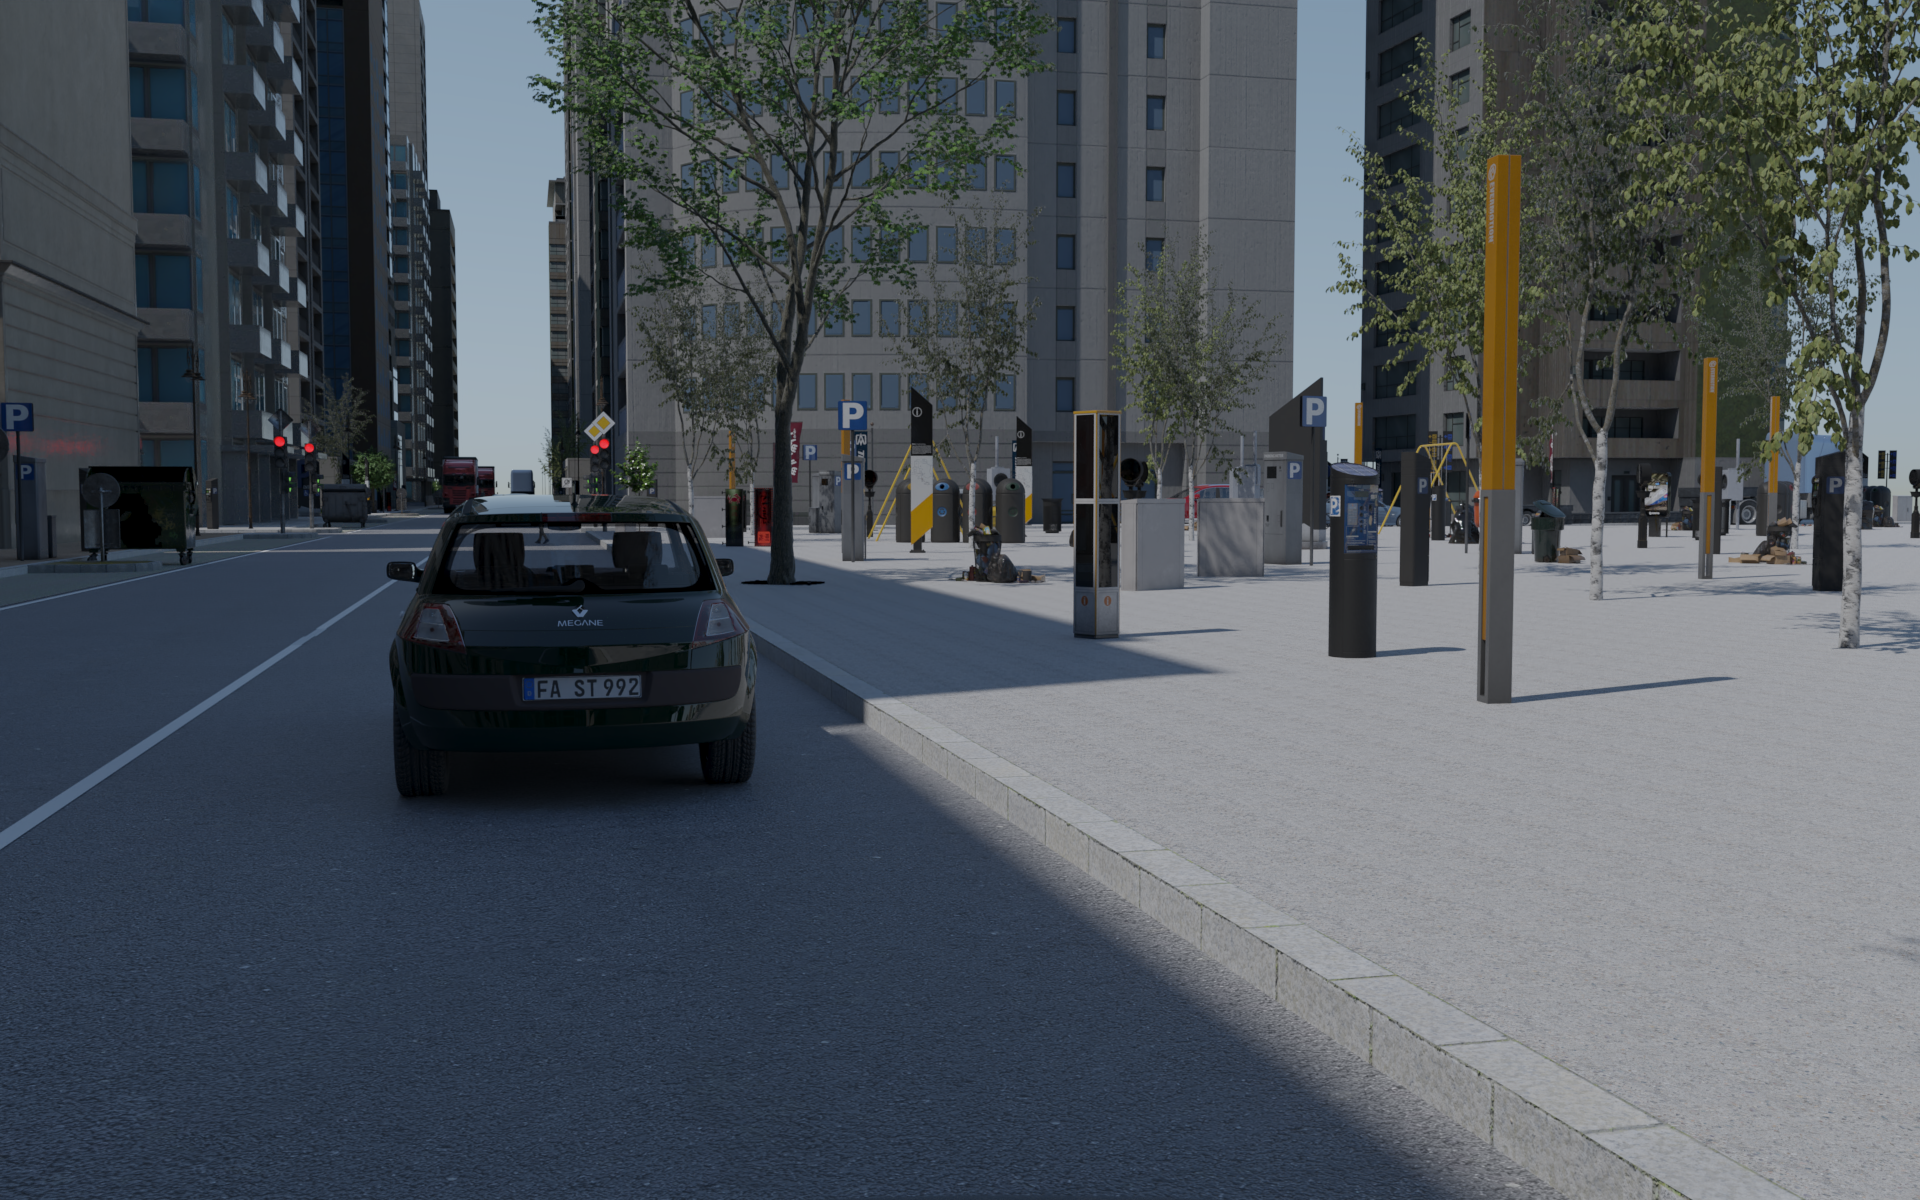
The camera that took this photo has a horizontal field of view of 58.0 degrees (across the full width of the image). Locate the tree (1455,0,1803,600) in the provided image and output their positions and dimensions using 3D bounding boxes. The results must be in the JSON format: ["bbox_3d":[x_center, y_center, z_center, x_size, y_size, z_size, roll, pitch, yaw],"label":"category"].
[{"bbox_3d":[7.872,-4.311,20.845,4.360,8.622,3.978,0,3,0],"label":"tree"}]

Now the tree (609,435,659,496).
[{"bbox_3d":[-10.762,-3.836,57.327,1.663,3.219,1.824,0,3,0],"label":"tree"}]

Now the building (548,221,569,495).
[{"bbox_3d":[-54.883,-35.396,262.313,14.154,41.232,14.086,-1,4,-14],"label":"building"}]

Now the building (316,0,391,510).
[{"bbox_3d":[-54.370,-30.010,140.777,14.600,45.320,14.200,-1,4,-14],"label":"building"}]

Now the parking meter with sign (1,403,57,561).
[{"bbox_3d":[-18.164,-2.302,33.896,0.543,3.016,1.738,-1,4,-13],"label":"parking meter with sign"}]

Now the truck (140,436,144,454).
[{"bbox_3d":[-32.502,-4.187,57.377,11.283,4.237,2.839,-1,4,-12],"label":"truck"}]

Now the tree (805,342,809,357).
[{"bbox_3d":[-6.670,-6.309,53.512,4.360,8.622,3.978,0,3,0],"label":"tree"}]

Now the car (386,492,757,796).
[{"bbox_3d":[-2.210,0.002,9.752,2.009,1.686,4.222,-1,4,-14],"label":"car"}]

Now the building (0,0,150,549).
[{"bbox_3d":[-37.765,-12.852,43.407,30.059,22.955,16.112,-1,4,-14],"label":"building"}]

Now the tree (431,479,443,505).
[{"bbox_3d":[-65.783,-13.613,217.172,1.663,3.219,1.824,0,3,0],"label":"tree"}]

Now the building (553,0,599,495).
[{"bbox_3d":[-47.388,-49.368,245.423,20.563,71.187,20.611,-1,4,-14],"label":"building"}]

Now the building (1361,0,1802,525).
[{"bbox_3d":[28.357,-18.927,81.155,14.107,30.474,14.160,-1,4,-14],"label":"building"}]

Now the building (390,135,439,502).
[{"bbox_3d":[-82.060,-37.309,229.607,23.786,49.044,30.456,-1,4,-14],"label":"building"}]

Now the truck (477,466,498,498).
[{"bbox_3d":[-48.307,-11.387,175.083,2.839,4.237,11.283,-1,4,-16],"label":"truck"}]

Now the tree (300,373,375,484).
[{"bbox_3d":[-37.401,-9.412,104.240,4.360,8.622,3.978,0,3,0],"label":"tree"}]

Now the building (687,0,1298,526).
[{"bbox_3d":[-1.710,-32.924,80.308,28.212,58.520,21.231,-1,4,-14],"label":"building"}]

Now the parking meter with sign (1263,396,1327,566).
[{"bbox_3d":[5.909,-2.162,31.607,0.543,3.016,1.738,-2,4,-27],"label":"parking meter with sign"}]

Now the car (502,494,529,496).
[{"bbox_3d":[-19.778,-4.000,77.202,2.131,1.459,4.920,-1,4,-15],"label":"car"}]

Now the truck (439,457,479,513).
[{"bbox_3d":[-38.067,-8.754,132.040,2.839,4.237,11.283,-1,4,-15],"label":"truck"}]

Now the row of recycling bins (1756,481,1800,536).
[{"bbox_3d":[25.452,-2.866,53.965,1.069,1.692,3.534,2,4,33],"label":"row of recycling bins"}]

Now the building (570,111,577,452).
[{"bbox_3d":[-34.447,-32.813,186.598,14.600,45.320,14.200,-1,4,-14],"label":"building"}]

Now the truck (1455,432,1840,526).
[{"bbox_3d":[29.866,-5.093,73.027,18.799,4.110,2.967,-1,4,-15],"label":"truck"}]

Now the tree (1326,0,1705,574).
[{"bbox_3d":[8.131,-4.708,27.335,4.737,8.622,4.395,0,3,0],"label":"tree"}]

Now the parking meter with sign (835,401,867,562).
[{"bbox_3d":[-2.024,-2.264,33.275,0.543,3.016,1.738,0,4,-1],"label":"parking meter with sign"}]

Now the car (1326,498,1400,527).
[{"bbox_3d":[16.487,-3.614,71.094,4.499,1.417,2.014,-1,4,-12],"label":"car"}]

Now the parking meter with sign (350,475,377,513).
[{"bbox_3d":[-41.005,-7.508,119.019,1.738,3.016,0.543,-1,4,-18],"label":"parking meter with sign"}]

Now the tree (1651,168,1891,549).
[{"bbox_3d":[19.331,-5.502,40.319,4.360,8.622,3.978,0,3,0],"label":"tree"}]

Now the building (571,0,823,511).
[{"bbox_3d":[-26.374,-38.180,166.245,21.231,58.520,28.212,-1,4,-14],"label":"building"}]

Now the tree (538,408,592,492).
[{"bbox_3d":[-33.391,-12.068,147.679,4.737,8.622,4.395,0,3,0],"label":"tree"}]

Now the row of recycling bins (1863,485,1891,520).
[{"bbox_3d":[44.184,-4.721,84.295,1.069,1.692,3.534,0,4,3],"label":"row of recycling bins"}]

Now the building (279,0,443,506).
[{"bbox_3d":[-86.428,-49.900,254.113,20.563,71.187,20.611,-1,4,-14],"label":"building"}]

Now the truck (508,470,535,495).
[{"bbox_3d":[-46.621,-11.938,184.941,2.967,4.110,18.799,-1,4,-15],"label":"truck"}]

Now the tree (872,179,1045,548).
[{"bbox_3d":[0.197,-5.540,40.939,4.360,8.622,3.978,0,3,0],"label":"tree"}]

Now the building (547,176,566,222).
[{"bbox_3d":[-52.558,-42.506,284.206,28.713,52.752,27.495,-1,4,-14],"label":"building"}]

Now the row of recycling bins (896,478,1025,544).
[{"bbox_3d":[-0.001,-2.355,45.614,3.534,1.692,1.069,1,4,13],"label":"row of recycling bins"}]

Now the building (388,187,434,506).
[{"bbox_3d":[-74.541,-30.317,187.565,32.217,40.220,23.993,-1,4,-14],"label":"building"}]

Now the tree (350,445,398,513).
[{"bbox_3d":[-39.338,-8.089,115.967,4.285,4.588,4.351,0,3,0],"label":"tree"}]

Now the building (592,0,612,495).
[{"bbox_3d":[-13.692,-20.001,98.715,14.160,30.474,14.107,-1,4,-14],"label":"building"}]

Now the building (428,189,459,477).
[{"bbox_3d":[-91.378,-39.853,275.295,21.300,48.544,21.600,-1,4,-14],"label":"building"}]

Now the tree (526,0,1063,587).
[{"bbox_3d":[-2.361,-6.026,24.274,9.928,11.665,9.643,0,3,0],"label":"tree"}]

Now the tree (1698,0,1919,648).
[{"bbox_3d":[7.204,-3.910,14.290,4.737,8.622,4.395,0,3,0],"label":"tree"}]

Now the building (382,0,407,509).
[{"bbox_3d":[-63.519,-51.862,160.617,22.319,86.520,31.000,-1,4,-14],"label":"building"}]

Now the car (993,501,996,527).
[{"bbox_3d":[0.453,-3.508,67.575,3.980,1.641,2.015,-1,4,-13],"label":"car"}]

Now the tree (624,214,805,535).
[{"bbox_3d":[-7.006,-5.834,45.755,4.360,8.622,3.978,0,3,0],"label":"tree"}]

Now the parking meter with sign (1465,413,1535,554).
[{"bbox_3d":[11.725,-2.497,37.085,1.738,3.016,0.543,1,4,19],"label":"parking meter with sign"}]

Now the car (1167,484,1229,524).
[{"bbox_3d":[9.540,-3.613,67.753,5.304,1.827,2.281,-1,4,-15],"label":"car"}]

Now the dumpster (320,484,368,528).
[{"bbox_3d":[-26.027,-3.979,73.277,1.865,1.857,1.264,-1,4,-13],"label":"dumpster"}]

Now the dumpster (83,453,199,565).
[{"bbox_3d":[-16.409,-1.822,34.735,1.985,2.255,1.502,-1,4,-15],"label":"dumpster"}]

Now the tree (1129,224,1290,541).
[{"bbox_3d":[6.480,-5.917,47.111,4.360,8.622,3.978,0,3,0],"label":"tree"}]

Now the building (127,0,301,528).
[{"bbox_3d":[-41.338,-27.841,74.801,23.786,49.044,30.456,-1,4,-14],"label":"building"}]

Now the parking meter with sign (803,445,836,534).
[{"bbox_3d":[-4.215,-3.685,56.509,1.738,3.016,0.543,3,4,37],"label":"parking meter with sign"}]

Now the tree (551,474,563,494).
[{"bbox_3d":[-35.373,-9.757,154.126,1.663,3.219,1.824,0,3,0],"label":"tree"}]
